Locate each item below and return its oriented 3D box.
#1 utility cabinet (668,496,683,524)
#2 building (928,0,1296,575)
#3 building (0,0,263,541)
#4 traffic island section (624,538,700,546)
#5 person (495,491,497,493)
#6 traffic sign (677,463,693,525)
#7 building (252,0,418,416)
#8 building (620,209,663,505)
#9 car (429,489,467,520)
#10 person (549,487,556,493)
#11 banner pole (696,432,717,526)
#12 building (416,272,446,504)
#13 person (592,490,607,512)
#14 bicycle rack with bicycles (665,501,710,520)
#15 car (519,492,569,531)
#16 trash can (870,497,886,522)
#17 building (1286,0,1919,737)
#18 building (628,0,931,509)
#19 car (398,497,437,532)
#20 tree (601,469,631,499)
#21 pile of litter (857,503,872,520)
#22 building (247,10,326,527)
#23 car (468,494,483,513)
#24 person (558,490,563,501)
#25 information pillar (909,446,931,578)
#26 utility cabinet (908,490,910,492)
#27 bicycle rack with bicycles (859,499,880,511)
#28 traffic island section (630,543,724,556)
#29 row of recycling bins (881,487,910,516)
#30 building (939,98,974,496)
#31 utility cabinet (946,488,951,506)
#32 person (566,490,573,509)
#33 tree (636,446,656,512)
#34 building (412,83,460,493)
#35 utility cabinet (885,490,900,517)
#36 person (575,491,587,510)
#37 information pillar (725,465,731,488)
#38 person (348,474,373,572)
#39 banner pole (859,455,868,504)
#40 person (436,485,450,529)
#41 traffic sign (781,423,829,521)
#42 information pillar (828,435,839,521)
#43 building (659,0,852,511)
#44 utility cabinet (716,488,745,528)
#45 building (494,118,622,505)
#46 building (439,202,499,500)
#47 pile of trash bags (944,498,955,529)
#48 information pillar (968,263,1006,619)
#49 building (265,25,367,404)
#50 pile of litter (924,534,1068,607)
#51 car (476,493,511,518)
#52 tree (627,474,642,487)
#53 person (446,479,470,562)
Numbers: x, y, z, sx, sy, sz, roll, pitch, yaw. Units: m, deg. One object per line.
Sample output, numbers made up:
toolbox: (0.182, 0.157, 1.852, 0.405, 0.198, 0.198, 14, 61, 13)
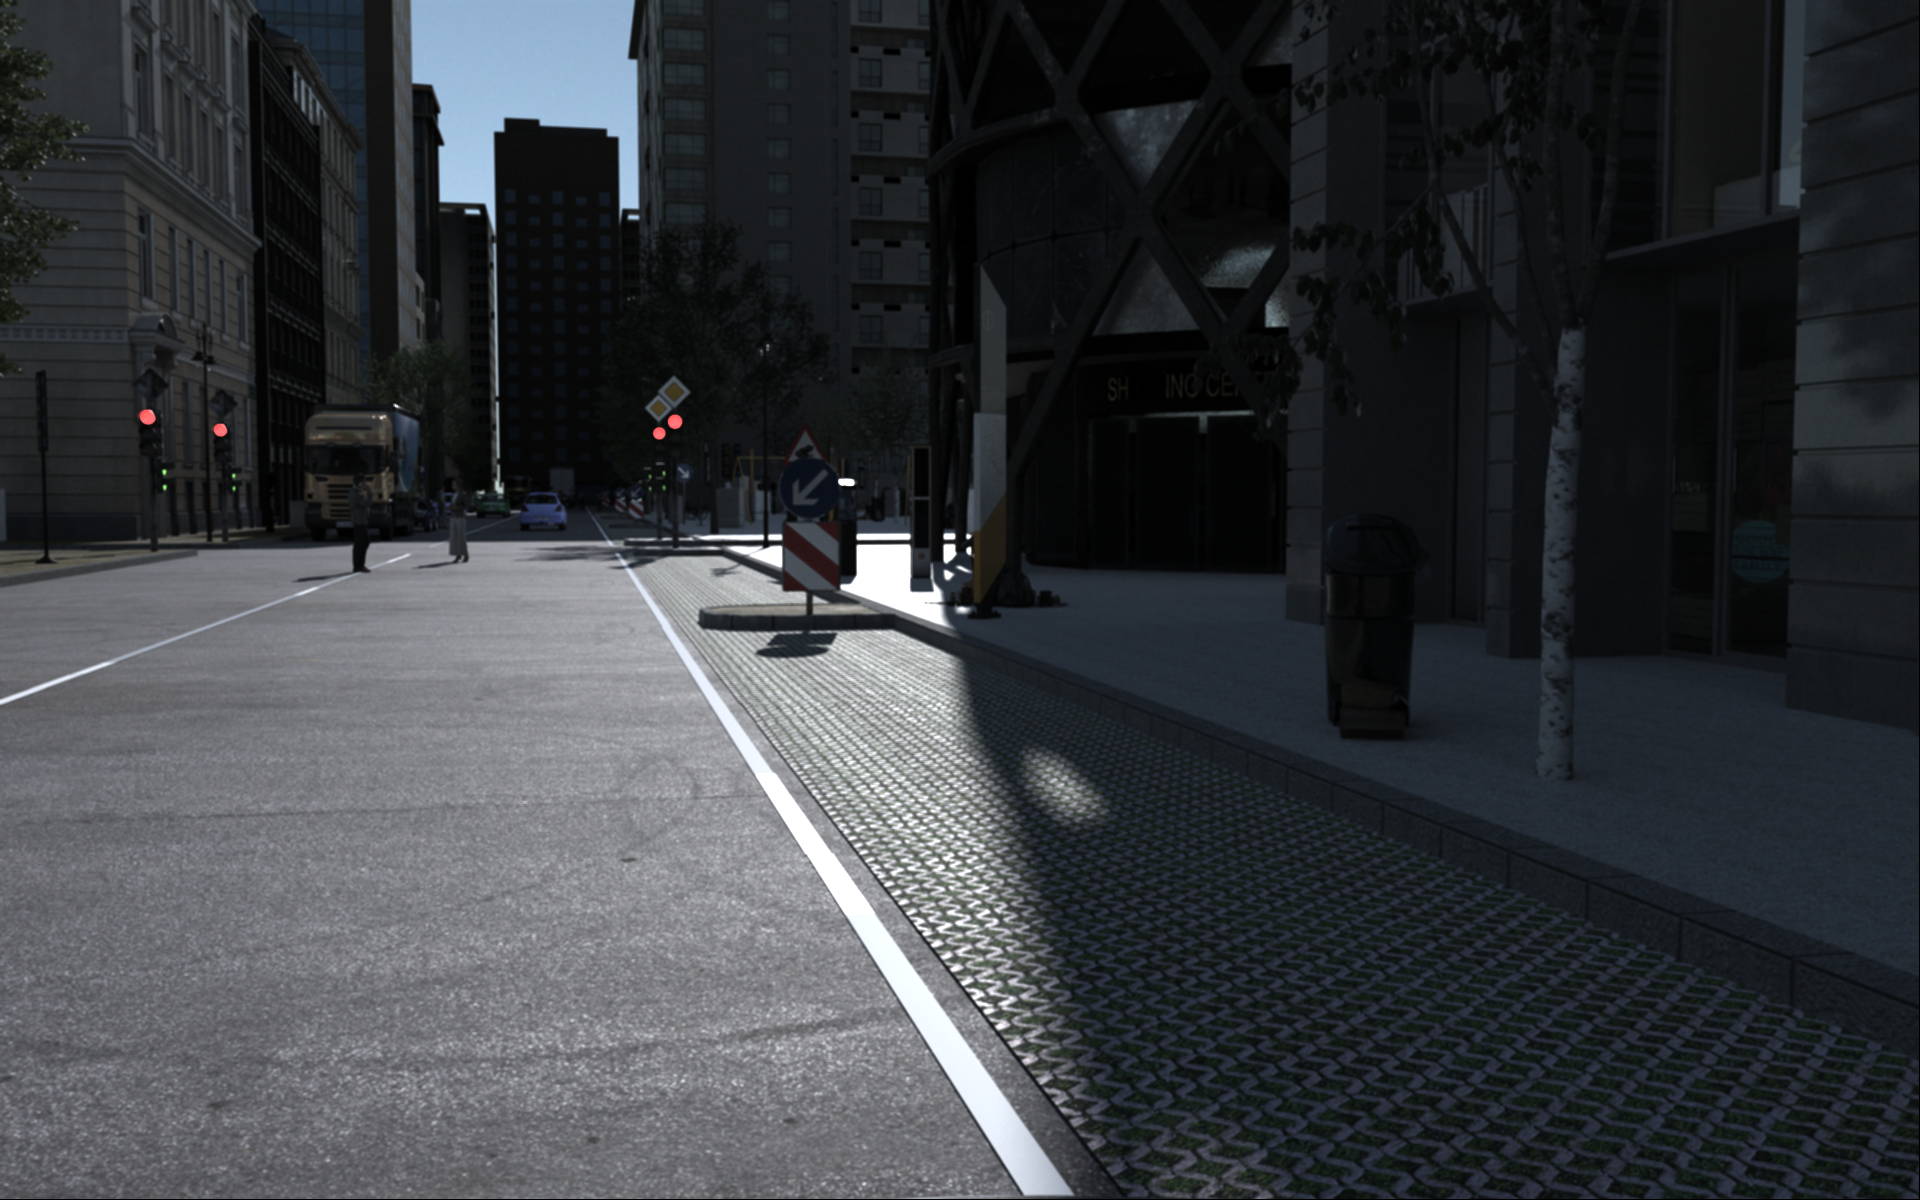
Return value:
utility cabinet: (-12.397, -3.935, 75.501, 0.306, 1.237, 1.020, -2, 4, -31)
building: (7.561, -10.147, 33.360, 16.820, 18.784, 16.811, -1, 4, -12)
building: (-30.908, -16.467, 55.136, 13.634, 28.700, 20.117, -1, 4, -12)
traffic island section: (-8.455, -1.631, 48.941, 2.009, 0.180, 2.903, -1, 4, -12)
person: (-42.225, -9.060, 157.341, 0.721, 1.736, 1.217, -2, 4, -35)
traffic sign: (-11.521, -4.412, 72.246, 0.768, 2.556, 0.104, -1, 4, -10)
building: (-46.947, -28.994, 124.158, 14.600, 45.320, 14.200, -1, 4, -12)
building: (-32.062, -32.555, 224.154, 23.993, 40.220, 32.217, -1, 4, -12)
car: (-27.995, -5.208, 94.735, 1.945, 1.707, 3.694, -1, 4, -10)
person: (-26.390, -6.374, 112.082, 0.474, 1.900, 0.648, 3, 4, 38)
banner pole: (-10.286, -4.900, 70.136, 0.863, 3.779, 0.401, 0, 4, -3)
building: (-58.472, -18.317, 144.519, 27.650, 21.520, 28.899, -1, 4, -12)
person: (-28.500, -7.807, 136.861, 1.217, 1.736, 0.721, 0, 4, 7)
bicycle rack with bicycles: (-13.509, -4.474, 86.526, 2.925, 0.926, 2.852, 1, 4, 21)
car: (-16.519, -3.616, 68.710, 1.945, 1.707, 3.694, -1, 4, -11)
trash can: (-3.806, -4.220, 80.653, 0.748, 1.137, 0.748, 0, 3, 0)
building: (11.759, -13.831, 3.625, 11.434, 29.767, 29.804, -1, 4, -12)
building: (-19.984, -36.381, 184.068, 28.713, 52.752, 27.495, -1, 4, -12)
car: (-20.989, -3.276, 66.141, 1.945, 1.354, 3.894, -1, 4, -12)
tree: (-39.317, -13.114, 198.131, 4.285, 4.588, 4.351, 0, 3, 0)
pile of litter: (-4.679, -4.414, 86.126, 1.176, 0.858, 1.719, -1, 4, -15)
building: (-34.425, -14.876, 72.898, 12.332, 23.373, 15.834, -1, 4, -12)
car: (-36.715, -7.402, 132.820, 2.131, 1.459, 4.920, -1, 4, -14)
person: (-29.139, -7.126, 125.734, 0.721, 1.743, 1.217, 1, 4, 11)
information pillar: (-0.604, -1.344, 26.460, 0.304, 2.012, 0.304, -1, 4, -8)
utility cabinet: (-2.927, -5.887, 104.936, 0.318, 1.500, 1.173, 2, 4, 28)
bicycle rack with bicycles: (-6.109, -6.839, 125.195, 2.852, 0.926, 2.925, -1, 4, -20)
traffic island section: (-6.731, -1.154, 41.143, 2.009, 0.180, 2.903, -1, 4, -12)
row of recycling bins: (-2.940, -5.735, 100.879, 3.534, 1.692, 1.069, 1, 4, 18)
building: (-13.962, -34.743, 157.291, 28.713, 52.752, 27.495, -1, 4, -12)
utility cabinet: (-0.947, -3.602, 67.578, 1.173, 1.500, 0.318, 0, 4, 4)
person: (-38.152, -9.853, 169.471, 0.709, 1.838, 0.599, 1, 4, 15)
tree: (-22.199, -10.651, 124.514, 4.360, 8.622, 3.978, 0, 3, 0)
building: (-66.449, -31.988, 177.632, 28.867, 44.769, 22.147, -1, 4, -12)
utility cabinet: (-3.728, -5.276, 94.948, 0.318, 1.500, 1.173, -2, 4, -31)
person: (-33.661, -8.853, 153.969, 1.217, 1.736, 0.721, 2, 4, 25)
information pillar: (-16.315, -7.989, 121.970, 0.504, 3.616, 0.183, -2, 4, -24)
person: (-10.970, -1.410, 31.736, 0.473, 1.802, 0.592, -1, 4, -12)
banner pole: (-6.099, -7.370, 110.510, 0.863, 3.779, 0.401, 1, 4, 18)
person: (-21.457, -3.860, 71.707, 0.635, 1.810, 0.391, 3, 5, 44)
traffic sign: (-2.848, -1.953, 31.929, 0.884, 2.594, 0.081, -1, 4, -12)
information pillar: (-5.076, -4.772, 69.370, 0.183, 3.616, 0.504, 3, 5, 44)
building: (-16.286, -27.621, 135.199, 14.154, 41.232, 14.086, -1, 4, -12)
utility cabinet: (-8.643, -3.452, 65.113, 1.173, 1.500, 0.318, 3, 4, 36)
building: (-48.663, -34.283, 210.632, 14.200, 45.320, 14.600, -1, 4, -12)
building: (-70.218, -32.038, 215.710, 23.993, 40.220, 32.217, -1, 4, -12)
pile of trash bags: (0.756, -3.341, 64.374, 3.447, 1.369, 1.912, -1, 4, -16)
information pillar: (0.302, -1.622, 17.870, 0.183, 3.616, 0.504, 3, 4, 36)
building: (-39.545, -18.062, 92.572, 12.463, 27.353, 25.104, -1, 4, -12)
pile of litter: (0.411, -0.376, 20.109, 1.719, 0.858, 1.176, 3, 5, 43)
car: (-28.298, -5.889, 105.076, 1.959, 1.807, 4.718, -1, 4, -11)
tree: (-26.750, -9.110, 143.553, 1.663, 3.219, 1.824, 0, 3, 0)
person: (-10.602, -1.678, 36.477, 0.519, 1.759, 0.362, 2, 4, 32)
